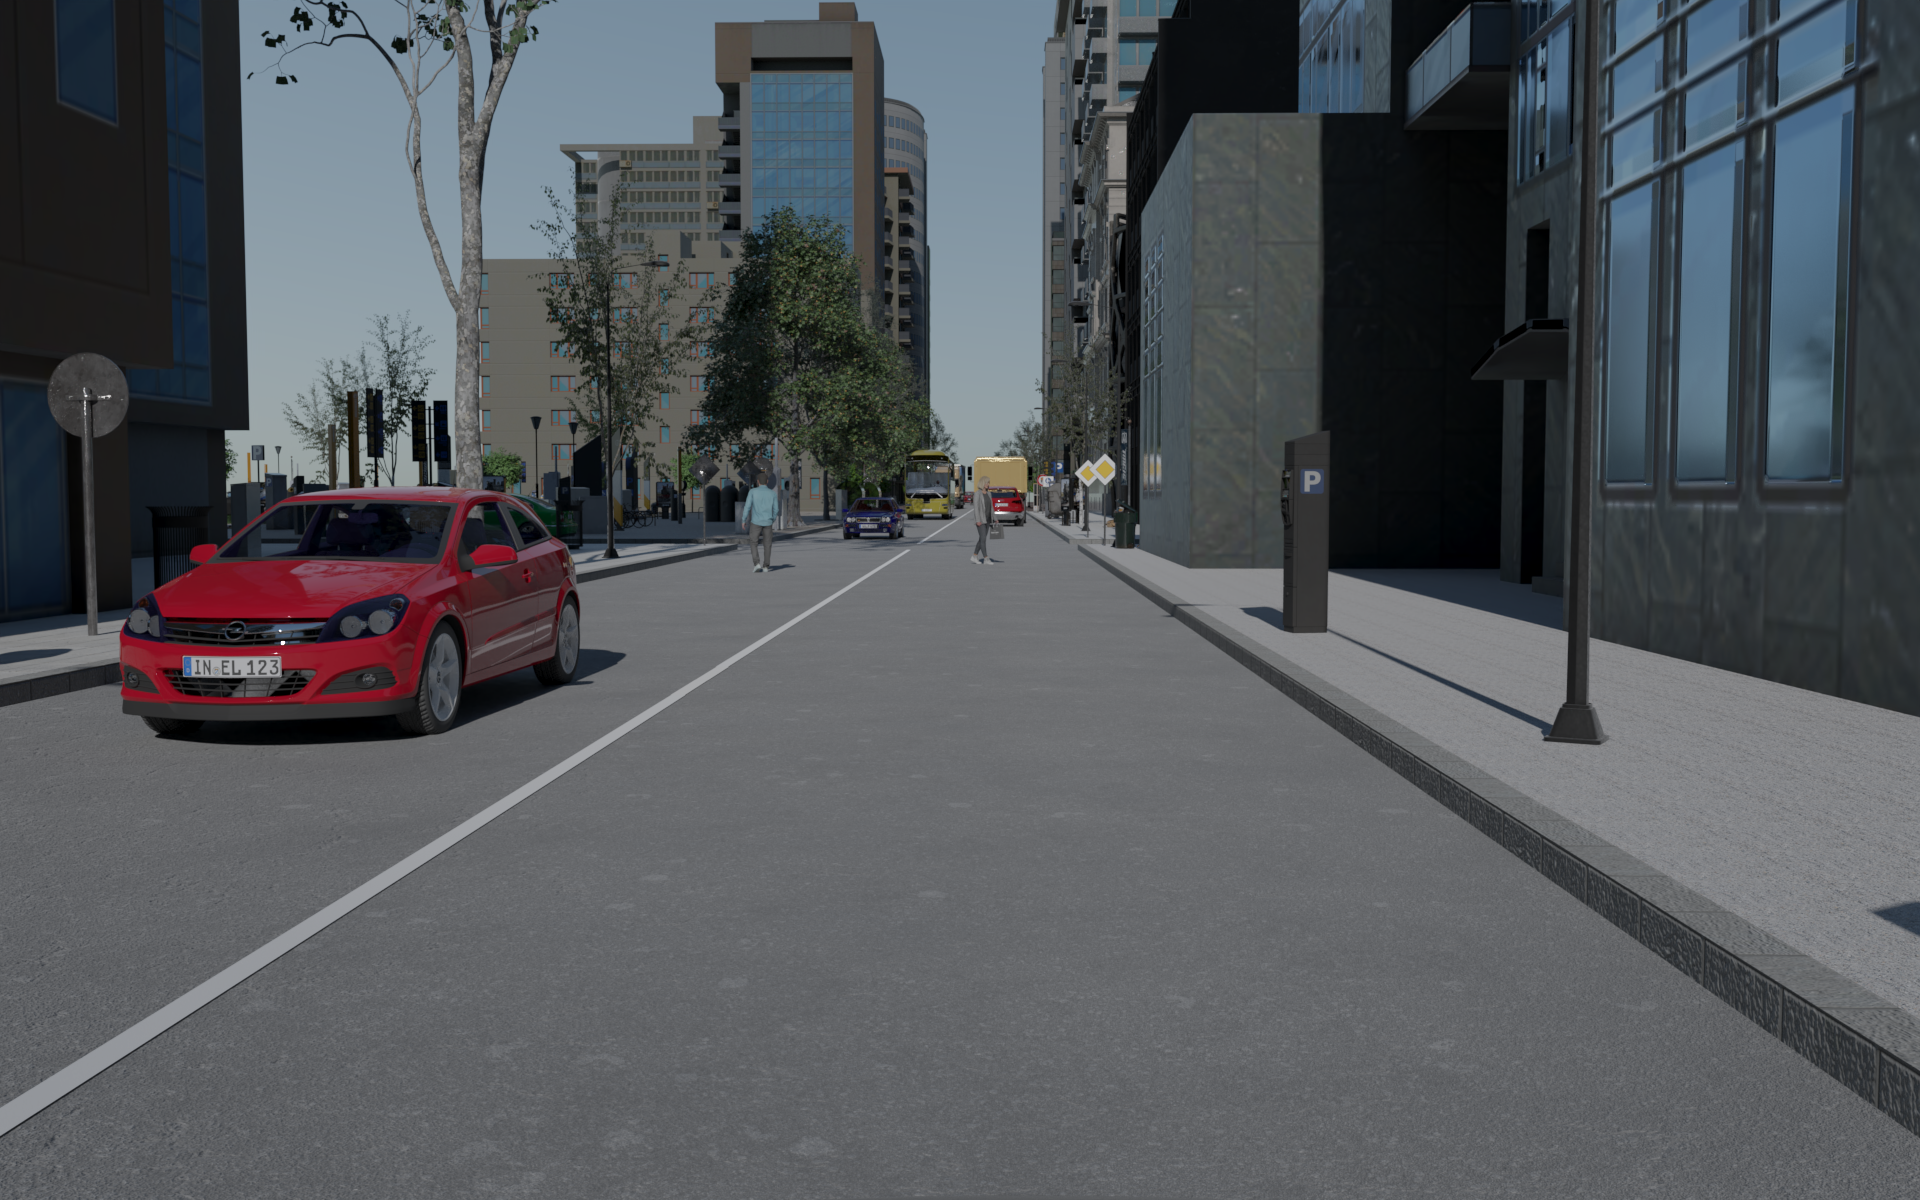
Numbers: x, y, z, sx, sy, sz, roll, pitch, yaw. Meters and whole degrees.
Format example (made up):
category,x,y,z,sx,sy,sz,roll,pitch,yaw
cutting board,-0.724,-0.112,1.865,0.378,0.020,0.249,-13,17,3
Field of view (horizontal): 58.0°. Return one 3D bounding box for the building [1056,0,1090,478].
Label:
category,x,y,z,sx,sy,sz,roll,pitch,yaw
building,24.109,-35.476,169.271,28.713,52.752,27.495,0,4,1

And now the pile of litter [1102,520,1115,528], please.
category,x,y,z,sx,sy,sz,roll,pitch,yaw
pile of litter,6.145,-3.247,67.053,1.719,0.858,1.176,-2,4,-35

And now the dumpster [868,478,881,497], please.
category,x,y,z,sx,sy,sz,roll,pitch,yaw
dumpster,-5.556,-6.233,104.408,1.502,2.255,1.985,0,4,1

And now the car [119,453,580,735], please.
category,x,y,z,sx,sy,sz,roll,pitch,yaw
car,-3.902,-0.162,11.690,2.155,1.783,4.494,0,4,3

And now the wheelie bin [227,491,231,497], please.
category,x,y,z,sx,sy,sz,roll,pitch,yaw
wheelie bin,-49.090,-6.662,116.826,0.693,1.594,0.980,-3,4,-37

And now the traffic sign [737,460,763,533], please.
category,x,y,z,sx,sy,sz,roll,pitch,yaw
traffic sign,-6.186,-2.901,51.067,0.795,2.450,0.064,0,4,1

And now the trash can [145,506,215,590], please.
category,x,y,z,sx,sy,sz,roll,pitch,yaw
trash can,-9.179,-0.536,20.417,0.748,1.137,0.748,0,3,0

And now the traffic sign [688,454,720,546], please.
category,x,y,z,sx,sy,sz,roll,pitch,yaw
traffic sign,-6.359,-2.412,43.083,0.795,2.450,0.064,0,4,1

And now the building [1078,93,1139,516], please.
category,x,y,z,sx,sy,sz,roll,pitch,yaw
building,15.109,-19.914,112.982,14.401,28.519,23.554,0,4,1

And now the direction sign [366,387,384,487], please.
category,x,y,z,sx,sy,sz,roll,pitch,yaw
direction sign,-12.573,-2.770,37.289,0.379,3.537,0.876,0,4,3

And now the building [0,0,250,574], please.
category,x,y,z,sx,sy,sz,roll,pitch,yaw
building,-23.157,-23.286,30.841,14.200,45.320,14.600,0,4,1

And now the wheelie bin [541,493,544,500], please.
category,x,y,z,sx,sy,sz,roll,pitch,yaw
wheelie bin,-29.250,-7.037,122.956,0.980,1.594,0.693,-1,4,-17

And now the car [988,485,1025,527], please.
category,x,y,z,sx,sy,sz,roll,pitch,yaw
car,1.784,-4.221,77.683,2.281,1.827,5.304,0,4,0

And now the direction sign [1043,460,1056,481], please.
category,x,y,z,sx,sy,sz,roll,pitch,yaw
direction sign,5.962,-7.550,115.439,0.876,3.537,0.379,-1,4,-22

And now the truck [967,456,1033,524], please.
category,x,y,z,sx,sy,sz,roll,pitch,yaw
truck,2.040,-5.621,87.834,3.469,3.379,9.791,0,4,1

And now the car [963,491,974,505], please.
category,x,y,z,sx,sy,sz,roll,pitch,yaw
car,1.369,-13.620,231.361,2.281,1.827,5.304,0,4,0

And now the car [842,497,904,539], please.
category,x,y,z,sx,sy,sz,roll,pitch,yaw
car,-2.776,-2.654,55.965,1.945,1.354,3.894,0,4,3

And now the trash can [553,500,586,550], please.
category,x,y,z,sx,sy,sz,roll,pitch,yaw
trash can,-9.065,-1.745,40.191,0.748,1.137,0.748,0,3,0

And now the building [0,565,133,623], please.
category,x,y,z,sx,sy,sz,roll,pitch,yaw
building,-16.005,-22.108,11.570,14.600,45.320,14.200,0,4,1

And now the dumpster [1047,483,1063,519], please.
category,x,y,z,sx,sy,sz,roll,pitch,yaw
dumpster,5.078,-5.063,88.536,1.264,1.857,1.865,0,4,1

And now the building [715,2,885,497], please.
category,x,y,z,sx,sy,sz,roll,pitch,yaw
building,-14.421,-31.349,162.670,14.600,45.320,14.200,0,4,1

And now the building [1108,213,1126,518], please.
category,x,y,z,sx,sy,sz,roll,pitch,yaw
building,16.380,-13.801,93.103,16.820,18.784,16.811,0,4,1

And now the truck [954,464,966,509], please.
category,x,y,z,sx,sy,sz,roll,pitch,yaw
truck,-0.973,-10.823,165.865,2.839,4.237,11.283,0,4,3

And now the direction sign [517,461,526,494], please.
category,x,y,z,sx,sy,sz,roll,pitch,yaw
direction sign,-30.370,-7.807,119.634,0.876,3.537,0.379,1,4,15

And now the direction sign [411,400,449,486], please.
category,x,y,z,sx,sy,sz,roll,pitch,yaw
direction sign,-12.796,-3.051,41.876,0.876,3.537,0.379,0,4,0

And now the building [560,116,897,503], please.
category,x,y,z,sx,sy,sz,roll,pitch,yaw
building,-23.194,-30.000,182.373,32.217,40.220,23.993,0,4,1

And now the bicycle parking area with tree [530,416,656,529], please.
category,x,y,z,sx,sy,sz,roll,pitch,yaw
bicycle parking area with tree,-15.667,-4.868,66.587,9.016,4.147,8.231,1,4,16

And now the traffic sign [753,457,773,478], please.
category,x,y,z,sx,sy,sz,roll,pitch,yaw
traffic sign,-6.826,-3.653,59.830,0.768,2.556,0.104,0,4,2

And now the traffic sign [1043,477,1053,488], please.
category,x,y,z,sx,sy,sz,roll,pitch,yaw
traffic sign,5.112,-6.008,100.365,0.606,2.300,0.079,0,4,7

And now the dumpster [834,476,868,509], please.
category,x,y,z,sx,sy,sz,roll,pitch,yaw
dumpster,-5.843,-5.451,91.614,1.502,2.255,1.985,0,4,1

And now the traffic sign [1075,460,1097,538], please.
category,x,y,z,sx,sy,sz,roll,pitch,yaw
traffic sign,3.756,-2.886,50.831,0.795,2.450,0.064,0,4,1

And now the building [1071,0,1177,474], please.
category,x,y,z,sx,sy,sz,roll,pitch,yaw
building,21.335,-31.860,140.516,23.786,49.044,30.456,0,4,1

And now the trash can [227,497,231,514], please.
category,x,y,z,sx,sy,sz,roll,pitch,yaw
trash can,-32.168,-3.974,76.627,0.748,1.137,0.748,0,3,0

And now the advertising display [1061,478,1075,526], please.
category,x,y,z,sx,sy,sz,roll,pitch,yaw
advertising display,4.265,-3.933,69.512,0.123,1.923,0.974,-1,4,-17

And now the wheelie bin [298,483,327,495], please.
category,x,y,z,sx,sy,sz,roll,pitch,yaw
wheelie bin,-19.207,-2.667,51.506,0.980,1.594,0.693,-2,4,-26

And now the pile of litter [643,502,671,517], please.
category,x,y,z,sx,sy,sz,roll,pitch,yaw
pile of litter,-16.896,-5.038,96.332,1.719,0.858,1.176,0,4,-6

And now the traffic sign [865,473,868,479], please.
category,x,y,z,sx,sy,sz,roll,pitch,yaw
traffic sign,-5.729,-6.456,105.555,0.884,2.594,0.081,0,4,5

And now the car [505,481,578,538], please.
category,x,y,z,sx,sy,sz,roll,pitch,yaw
car,-12.895,-2.361,47.391,4.718,1.807,1.959,0,4,1

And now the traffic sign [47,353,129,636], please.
category,x,y,z,sx,sy,sz,roll,pitch,yaw
traffic sign,-7.866,-0.950,15.633,0.768,2.556,0.104,0,4,5

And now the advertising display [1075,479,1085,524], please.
category,x,y,z,sx,sy,sz,roll,pitch,yaw
advertising display,5.179,-4.293,75.402,0.123,1.923,0.974,3,5,40

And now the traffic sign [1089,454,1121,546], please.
category,x,y,z,sx,sy,sz,roll,pitch,yaw
traffic sign,3.582,-2.398,42.847,0.795,2.450,0.064,0,4,1

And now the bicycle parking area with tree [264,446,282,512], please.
category,x,y,z,sx,sy,sz,roll,pitch,yaw
bicycle parking area with tree,-41.298,-6.962,100.825,9.016,4.147,8.231,2,4,31

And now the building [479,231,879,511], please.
category,x,y,z,sx,sy,sz,roll,pitch,yaw
building,-21.420,-18.142,141.659,27.650,21.520,28.899,0,4,1

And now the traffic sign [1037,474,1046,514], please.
category,x,y,z,sx,sy,sz,roll,pitch,yaw
traffic sign,5.357,-6.836,111.879,0.768,2.556,0.104,0,4,8

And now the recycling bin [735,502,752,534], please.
category,x,y,z,sx,sy,sz,roll,pitch,yaw
recycling bin,-6.705,-2.621,55.401,0.722,1.027,0.722,-3,5,-41

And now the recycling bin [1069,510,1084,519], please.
category,x,y,z,sx,sy,sz,roll,pitch,yaw
recycling bin,6.139,-4.748,90.180,0.722,1.027,0.722,-3,4,-37

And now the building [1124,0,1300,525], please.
category,x,y,z,sx,sy,sz,roll,pitch,yaw
building,13.546,-14.768,71.142,12.332,23.373,15.834,0,4,1

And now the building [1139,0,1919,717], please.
category,x,y,z,sx,sy,sz,roll,pitch,yaw
building,14.986,-43.376,21.865,22.319,86.520,31.000,0,4,1
